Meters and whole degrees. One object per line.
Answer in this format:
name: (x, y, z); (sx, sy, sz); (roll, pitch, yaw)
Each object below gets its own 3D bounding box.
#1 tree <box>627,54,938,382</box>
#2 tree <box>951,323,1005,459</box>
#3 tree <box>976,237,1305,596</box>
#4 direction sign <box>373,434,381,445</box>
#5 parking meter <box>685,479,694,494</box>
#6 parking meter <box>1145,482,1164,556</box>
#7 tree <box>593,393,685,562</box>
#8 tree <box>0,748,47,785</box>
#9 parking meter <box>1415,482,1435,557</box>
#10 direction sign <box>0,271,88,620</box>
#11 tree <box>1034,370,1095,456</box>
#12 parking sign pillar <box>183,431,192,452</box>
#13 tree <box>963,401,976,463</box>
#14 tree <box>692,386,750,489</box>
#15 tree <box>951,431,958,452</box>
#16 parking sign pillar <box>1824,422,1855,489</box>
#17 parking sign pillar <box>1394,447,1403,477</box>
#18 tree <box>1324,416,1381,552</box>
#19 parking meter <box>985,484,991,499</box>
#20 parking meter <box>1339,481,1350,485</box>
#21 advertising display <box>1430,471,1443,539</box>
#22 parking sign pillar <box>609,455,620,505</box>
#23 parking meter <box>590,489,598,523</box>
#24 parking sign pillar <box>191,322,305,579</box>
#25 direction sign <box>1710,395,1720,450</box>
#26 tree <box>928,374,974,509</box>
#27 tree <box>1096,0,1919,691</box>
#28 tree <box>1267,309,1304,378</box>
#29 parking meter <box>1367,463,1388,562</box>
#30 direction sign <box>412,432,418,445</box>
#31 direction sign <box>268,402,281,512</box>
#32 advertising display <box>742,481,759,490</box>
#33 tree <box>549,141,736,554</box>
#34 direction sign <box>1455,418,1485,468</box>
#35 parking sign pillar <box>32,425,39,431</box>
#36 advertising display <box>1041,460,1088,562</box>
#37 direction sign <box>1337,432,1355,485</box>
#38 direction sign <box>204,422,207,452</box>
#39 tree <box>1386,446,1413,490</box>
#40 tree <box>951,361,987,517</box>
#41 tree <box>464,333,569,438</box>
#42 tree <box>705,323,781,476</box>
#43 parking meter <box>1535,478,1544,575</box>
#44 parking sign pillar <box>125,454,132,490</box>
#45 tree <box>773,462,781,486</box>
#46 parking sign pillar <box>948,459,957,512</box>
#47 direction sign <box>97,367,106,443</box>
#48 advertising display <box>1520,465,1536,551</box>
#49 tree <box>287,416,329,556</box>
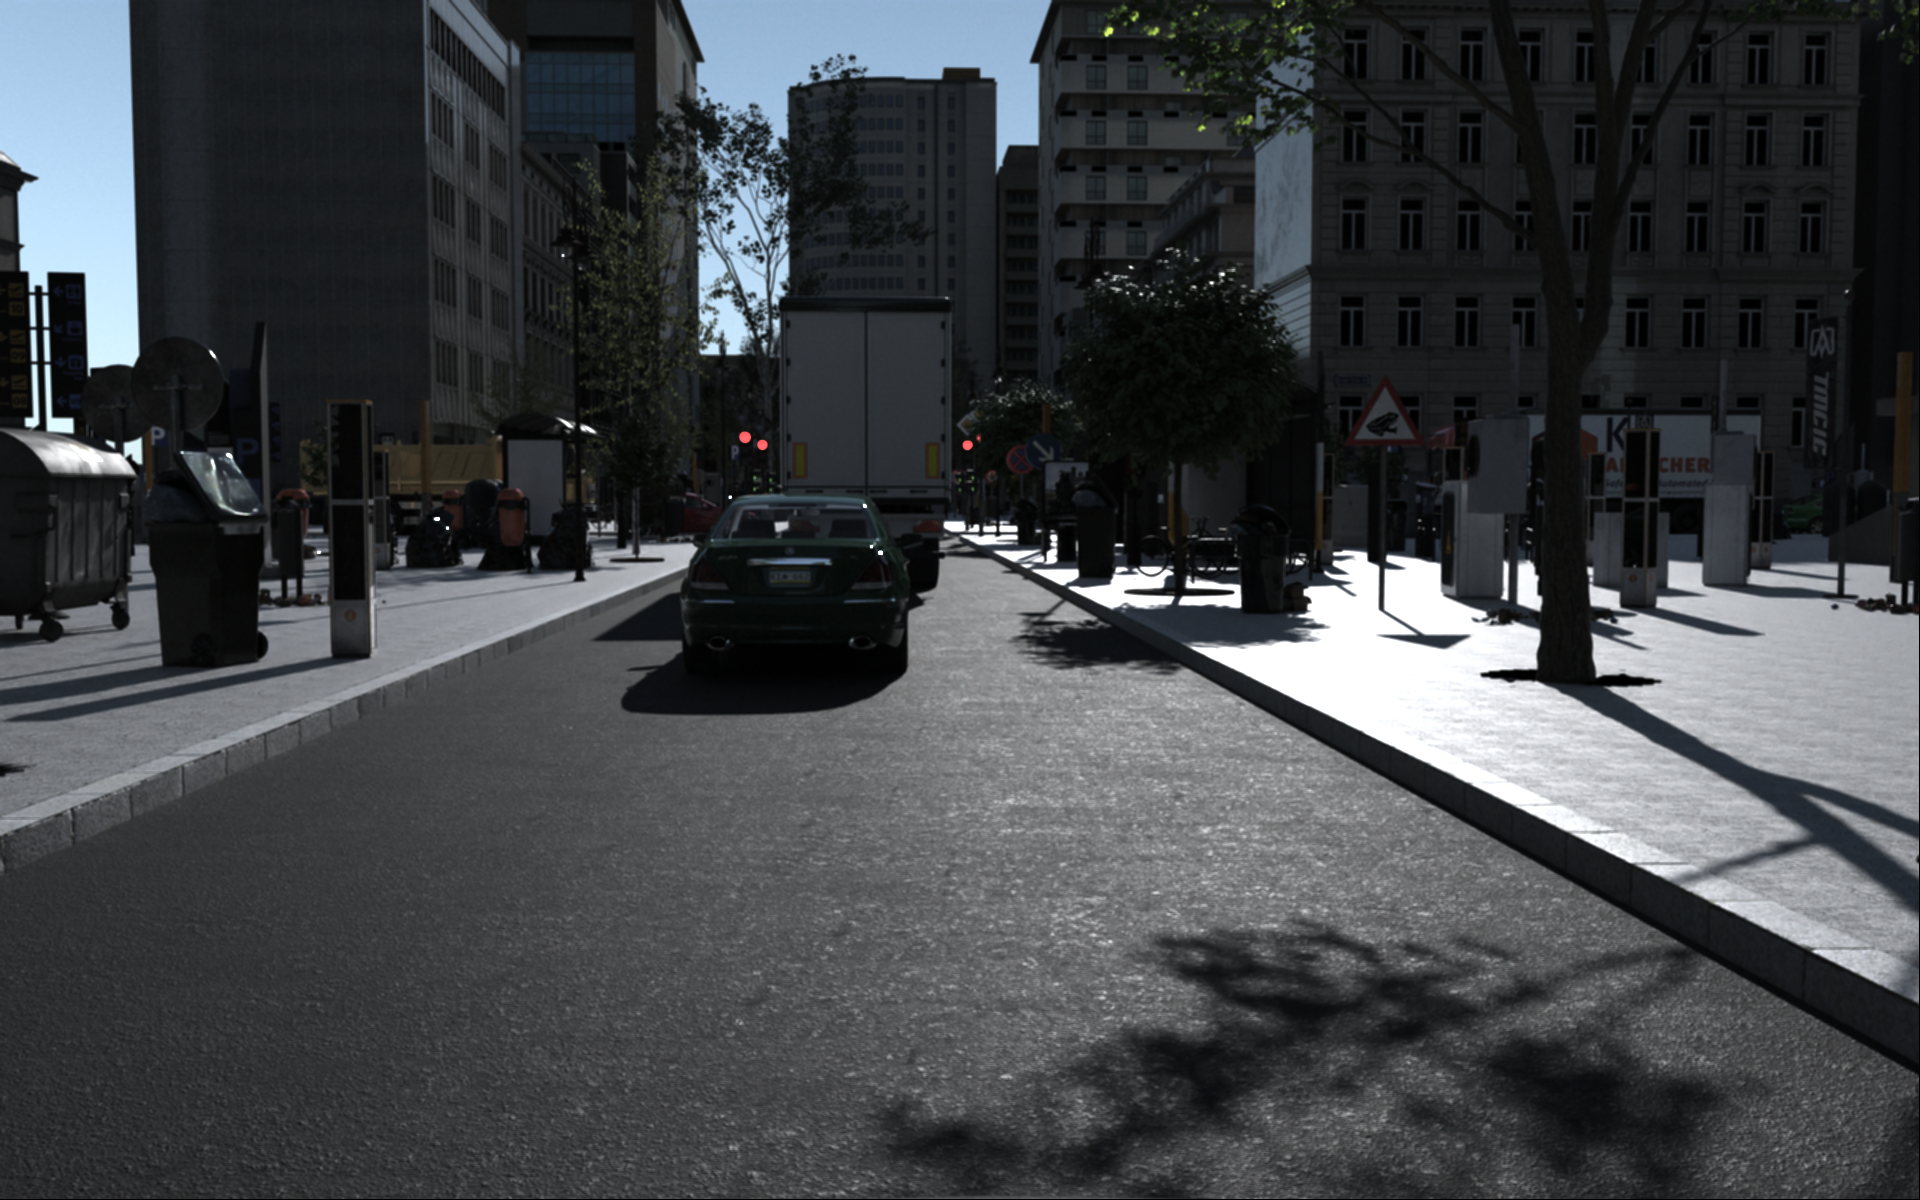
tree: (-6.742, -13.306, 73.449); (12.611, 20.169, 13.585); (0, 3, 0)
tree: (-1.763, -12.851, 120.485); (12.009, 13.543, 11.850); (0, 3, 0)
tree: (2.849, -2.366, 22.398); (4.285, 4.588, 4.351); (0, 3, 0)
direction sign: (-21.850, -4.456, 64.855); (0.876, 3.537, 0.379); (-2, 4, -31)
parking meter: (-9.804, -3.477, 62.559); (0.399, 1.863, 0.255); (-1, 4, -19)
parking meter: (4.024, -1.676, 35.806); (0.372, 1.533, 0.369); (0, 3, 0)
tree: (-6.241, -2.337, 32.807); (1.663, 3.219, 1.824); (0, 3, 0)
tree: (-4.974, -5.002, 7.536); (9.928, 11.665, 9.643); (0, 3, 0)
parking meter: (9.459, -1.640, 35.224); (0.372, 1.533, 0.369); (0, 3, 0)
direction sign: (-9.385, -1.574, 17.737); (0.876, 3.537, 0.379); (-1, 4, -12)
tree: (5.535, -9.316, 102.685); (4.360, 8.622, 3.978); (0, 3, 0)
parking sign pillar: (-31.487, -5.103, 71.913); (1.447, 3.967, 1.447); (-2, 4, -30)
tree: (1.756, -3.864, 46.892); (4.285, 4.588, 4.351); (0, 3, 0)
tree: (-16.176, -10.298, 118.737); (4.737, 8.622, 4.395); (0, 3, 0)
tree: (-2.265, -11.088, 131.658); (4.360, 8.622, 3.978); (0, 3, 0)
parking sign pillar: (32.607, -4.635, 64.255); (1.447, 3.967, 1.447); (-3, 4, -37)
parking sign pillar: (17.070, -4.936, 69.178); (1.447, 3.967, 1.447); (-2, 4, -32)
tree: (8.128, -2.692, 38.613); (1.663, 3.219, 1.824); (0, 3, 0)
parking meter: (1.592, -5.821, 100.890); (0.255, 1.863, 0.399); (-3, 5, -42)
parking meter: (15.861, -4.018, 71.408); (0.399, 1.863, 0.255); (3, 5, 40)
advertising display: (13.761, -2.702, 49.384); (0.974, 1.923, 0.123); (-3, 4, -36)
parking sign pillar: (-19.767, -6.835, 100.219); (1.447, 3.967, 1.447); (-3, 5, -44)
parking meter: (-16.253, -4.194, 76.982); (0.372, 1.533, 0.369); (0, 3, 0)
parking sign pillar: (-10.862, -2.328, 26.540); (1.447, 3.967, 1.447); (-1, 4, -17)
direction sign: (17.406, -2.933, 39.945); (0.379, 3.537, 0.876); (2, 4, 35)
tree: (-2.150, -13.636, 141.070); (7.486, 12.596, 7.792); (0, 3, 0)
tree: (4.223, -5.257, 11.709); (9.928, 11.665, 9.643); (0, 3, 0)
tree: (11.469, -7.213, 68.289); (4.737, 8.622, 4.395); (0, 3, 0)
parking meter: (7.938, -1.663, 32.909); (0.255, 1.863, 0.399); (3, 4, 38)
direction sign: (-19.889, -4.360, 63.282); (0.379, 3.537, 0.876); (-2, 4, -29)
direction sign: (-16.924, -3.085, 42.435); (0.379, 3.537, 0.876); (1, 4, 15)
advertising display: (-10.080, -4.783, 83.416); (0.974, 1.923, 0.123); (-3, 5, -43)
tree: (-6.903, -5.297, 36.965); (4.360, 8.622, 3.978); (0, 3, 0)
direction sign: (15.092, -3.628, 51.322); (0.876, 3.537, 0.379); (0, 4, 0)
parking sign pillar: (-35.450, -4.721, 65.661); (1.447, 3.967, 1.447); (2, 4, 26)
advertising display: (2.033, -1.696, 32.940); (0.974, 1.923, 0.123); (-1, 4, -13)
direction sign: (13.996, -4.337, 62.905); (0.876, 3.537, 0.379); (-2, 4, -34)
direction sign: (-17.219, -2.936, 40.005); (0.876, 3.537, 0.379); (3, 5, 41)
tree: (10.794, -3.060, 44.631); (1.663, 3.219, 1.824); (0, 3, 0)
tree: (-0.150, -8.842, 94.929); (4.737, 8.622, 4.395); (0, 3, 0)
tree: (-19.944, -7.854, 78.768); (4.737, 8.622, 4.395); (0, 3, 0)
tree: (-9.642, -9.755, 93.905); (8.767, 10.594, 7.601); (0, 4, -4)
parking meter: (9.314, -1.163, 27.424); (0.372, 1.533, 0.369); (0, 3, 0)
parking sign pillar: (-56.192, -7.810, 116.166); (1.447, 3.967, 1.447); (2, 4, 27)
tree: (-8.963, -5.712, 87.996); (1.663, 3.219, 1.824); (0, 3, 0)
parking sign pillar: (-0.930, -8.506, 127.550); (1.447, 3.967, 1.447); (-2, 4, -24)
direction sign: (-15.687, -2.401, 31.253); (0.876, 3.537, 0.379); (2, 4, 29)
advertising display: (12.909, -2.090, 39.379); (0.123, 1.923, 0.974); (0, 4, 5)
tree: (-12.973, -2.559, 36.442); (1.663, 3.219, 1.824); (0, 3, 0)
